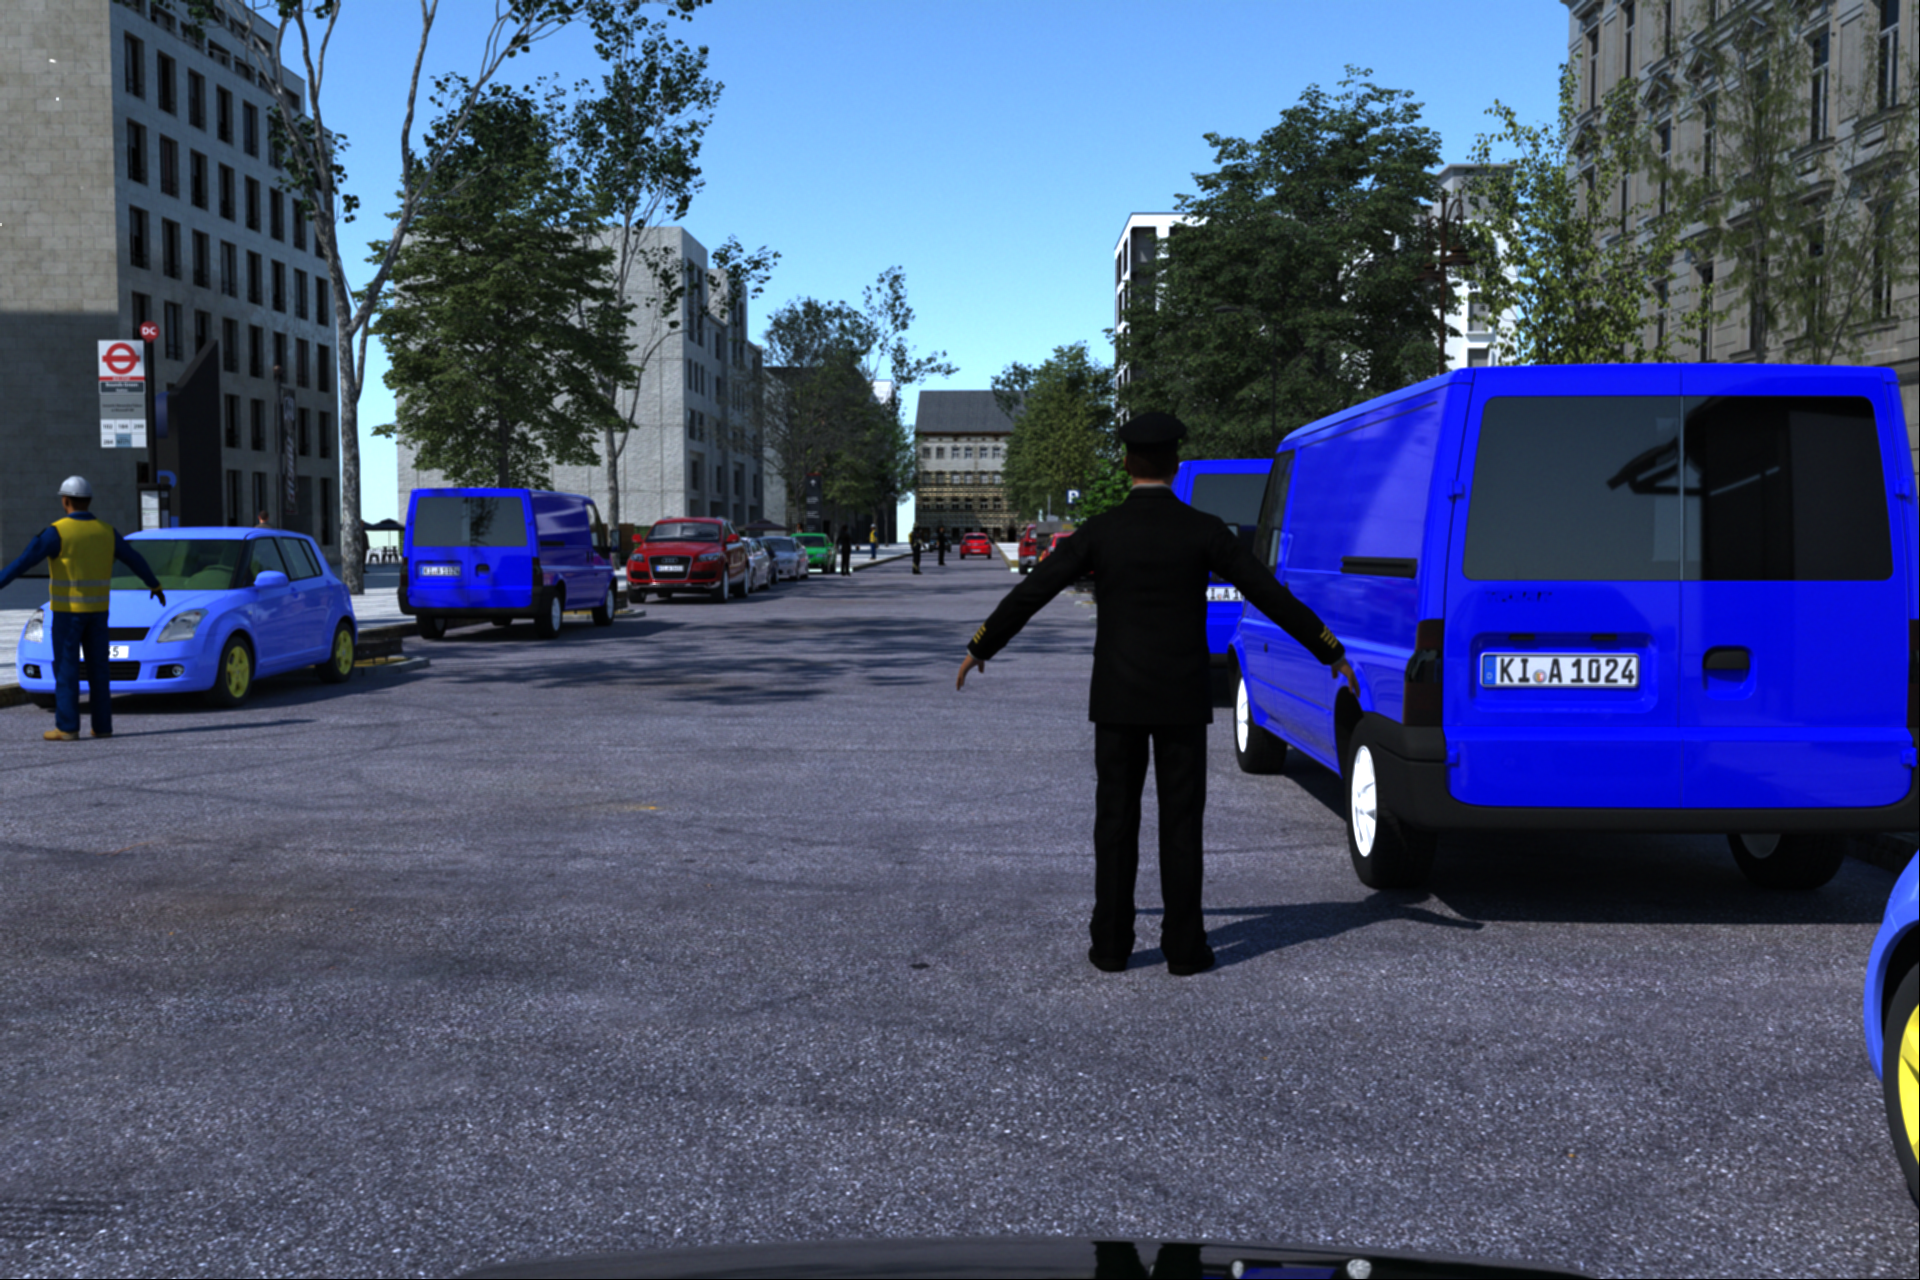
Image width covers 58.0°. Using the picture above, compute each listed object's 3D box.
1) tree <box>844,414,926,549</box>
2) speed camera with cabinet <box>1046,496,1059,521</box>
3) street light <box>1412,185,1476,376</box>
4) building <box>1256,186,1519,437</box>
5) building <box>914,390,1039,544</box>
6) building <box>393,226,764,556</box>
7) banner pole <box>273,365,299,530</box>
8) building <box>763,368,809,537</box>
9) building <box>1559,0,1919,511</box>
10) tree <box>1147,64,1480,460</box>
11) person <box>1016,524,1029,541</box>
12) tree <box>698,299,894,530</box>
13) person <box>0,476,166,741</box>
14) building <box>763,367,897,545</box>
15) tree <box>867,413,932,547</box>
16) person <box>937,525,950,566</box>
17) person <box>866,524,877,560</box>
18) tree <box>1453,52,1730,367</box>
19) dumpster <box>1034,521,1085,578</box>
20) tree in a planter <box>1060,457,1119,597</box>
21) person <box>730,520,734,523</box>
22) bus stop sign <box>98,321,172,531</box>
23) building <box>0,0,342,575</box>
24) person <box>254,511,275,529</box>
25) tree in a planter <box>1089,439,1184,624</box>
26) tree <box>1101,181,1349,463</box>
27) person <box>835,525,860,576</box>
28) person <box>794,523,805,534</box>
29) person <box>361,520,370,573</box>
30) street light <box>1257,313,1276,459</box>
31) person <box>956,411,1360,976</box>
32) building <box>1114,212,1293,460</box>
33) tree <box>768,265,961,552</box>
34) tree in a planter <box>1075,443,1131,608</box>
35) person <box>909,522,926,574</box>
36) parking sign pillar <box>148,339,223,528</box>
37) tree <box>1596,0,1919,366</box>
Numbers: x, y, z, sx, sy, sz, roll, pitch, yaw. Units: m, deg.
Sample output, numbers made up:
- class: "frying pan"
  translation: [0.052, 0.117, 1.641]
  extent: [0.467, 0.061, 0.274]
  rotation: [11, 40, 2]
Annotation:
- class: "tree"
  translation: [-7.035, -13.453, 145.705]
  extent: [9.928, 11.665, 9.643]
  rotation: [0, 3, 0]
- class: "speed camera with cabinet"
  translation: [4.553, -5.507, 84.374]
  extent: [0.660, 3.252, 2.038]
  rotation: [0, 4, 2]
- class: "street light"
  translation: [6.506, -3.098, 23.448]
  extent: [0.468, 5.910, 1.993]
  rotation: [0, 4, 1]
- class: "building"
  translation: [22.467, -14.947, 100.805]
  extent: [16.016, 20.090, 11.380]
  rotation: [0, 4, 1]
- class: "building"
  translation: [2.911, -26.251, 262.596]
  extent: [18.063, 23.208, 19.493]
  rotation: [0, 4, 3]
- class: "building"
  translation: [-23.804, -15.250, 115.791]
  extent: [16.747, 18.905, 31.486]
  rotation: [0, 4, 2]
- class: "banner pole"
  translation: [-10.121, -2.204, 26.048]
  extent: [0.401, 3.779, 0.863]
  rotation: [0, 4, 1]
- class: "building"
  translation: [-27.035, -21.904, 189.057]
  extent: [19.493, 23.208, 18.063]
  rotation: [0, 4, 2]
- class: "building"
  translation: [27.489, -15.840, 35.401]
  extent: [17.030, 29.872, 44.131]
  rotation: [0, 4, 1]
- class: "tree"
  translation: [9.639, -8.694, 48.805]
  extent: [9.857, 13.997, 8.962]
  rotation: [0, 3, 0]
- class: "person"
  translation: [3.676, -5.298, 92.803]
  extent: [1.347, 1.806, 0.705]
  rotation: [-1, 4, -9]
- class: "tree"
  translation: [-8.507, -11.061, 91.214]
  extent: [12.009, 13.543, 11.850]
  rotation: [0, 3, 0]
- class: "person"
  translation: [-6.171, -0.226, 12.118]
  extent: [0.705, 1.833, 1.349]
  rotation: [3, 4, 37]
- class: "building"
  translation: [-23.000, -23.463, 227.587]
  extent: [27.936, 21.610, 32.646]
  rotation: [0, 4, 1]
- class: "tree"
  translation: [-7.265, -15.831, 169.198]
  extent: [12.009, 13.543, 11.850]
  rotation: [0, 3, 0]
- class: "person"
  translation: [-0.812, -4.306, 78.803]
  extent: [0.705, 1.837, 1.347]
  rotation: [1, 4, 22]
- class: "person"
  translation: [-4.407, -4.889, 86.401]
  extent: [0.721, 1.772, 1.216]
  rotation: [-2, 4, -24]
- class: "tree"
  translation: [9.697, -4.726, 27.635]
  extent: [4.737, 8.622, 4.395]
  rotation: [0, 3, 0]
- class: "dumpster"
  translation: [3.380, -2.988, 57.062]
  extent: [1.865, 1.857, 1.264]
  rotation: [0, 4, 1]
- class: "tree in a planter"
  translation: [3.329, -2.627, 40.175]
  extent: [1.991, 3.239, 1.994]
  rotation: [0, 4, 1]
- class: "person"
  translation: [-9.540, -4.061, 72.164]
  extent: [0.705, 1.858, 1.354]
  rotation: [0, 4, -8]
- class: "bus stop sign"
  translation: [-10.363, -2.024, 21.794]
  extent: [0.855, 3.939, 0.416]
  rotation: [0, 3, 0]
- class: "building"
  translation: [-29.192, -12.483, 57.984]
  extent: [10.420, 20.400, 16.860]
  rotation: [0, 4, 1]
- class: "person"
  translation: [-14.400, -1.783, 35.722]
  extent: [0.617, 1.759, 0.750]
  rotation: [-3, 4, -37]
- class: "tree in a planter"
  translation: [3.111, -1.893, 28.171]
  extent: [1.991, 3.239, 1.994]
  rotation: [0, 4, 2]
- class: "tree"
  translation: [9.828, -9.653, 64.482]
  extent: [9.857, 13.997, 8.962]
  rotation: [0, 3, 0]
- class: "person"
  translation: [-3.863, -3.064, 59.281]
  extent: [1.216, 1.740, 0.721]
  rotation: [3, 5, 44]
- class: "person"
  translation: [-7.858, -4.801, 84.647]
  extent: [1.345, 1.843, 0.704]
  rotation: [2, 4, 33]
- class: "person"
  translation: [-19.490, -3.055, 56.538]
  extent: [0.434, 1.755, 0.990]
  rotation: [0, 4, 1]
- class: "street light"
  translation: [6.968, -3.851, 35.505]
  extent: [1.470, 5.913, 1.316]
  rotation: [0, 4, 1]
- class: "person"
  translation: [0.632, 0.164, 5.711]
  extent: [1.347, 1.837, 0.705]
  rotation: [1, 4, 11]
- class: "building"
  translation: [25.039, -17.281, 126.519]
  extent: [27.936, 21.610, 32.646]
  rotation: [0, 4, 1]
- class: "tree"
  translation: [-6.807, -16.274, 121.962]
  extent: [12.611, 20.169, 13.585]
  rotation: [0, 3, 0]
- class: "tree in a planter"
  translation: [3.270, -2.255, 34.094]
  extent: [1.991, 3.239, 1.994]
  rotation: [0, 4, 2]
- class: "person"
  translation: [-1.520, -3.266, 61.634]
  extent: [0.705, 1.856, 1.354]
  rotation: [-1, 4, -20]
- class: "parking sign pillar"
  translation: [-10.470, -2.139, 23.442]
  extent: [1.447, 3.967, 1.447]
  rotation: [0, 4, 0]
- class: "tree"
  translation: [8.821, -4.216, 19.299]
  extent: [4.360, 8.622, 3.978]
  rotation: [0, 3, 0]
